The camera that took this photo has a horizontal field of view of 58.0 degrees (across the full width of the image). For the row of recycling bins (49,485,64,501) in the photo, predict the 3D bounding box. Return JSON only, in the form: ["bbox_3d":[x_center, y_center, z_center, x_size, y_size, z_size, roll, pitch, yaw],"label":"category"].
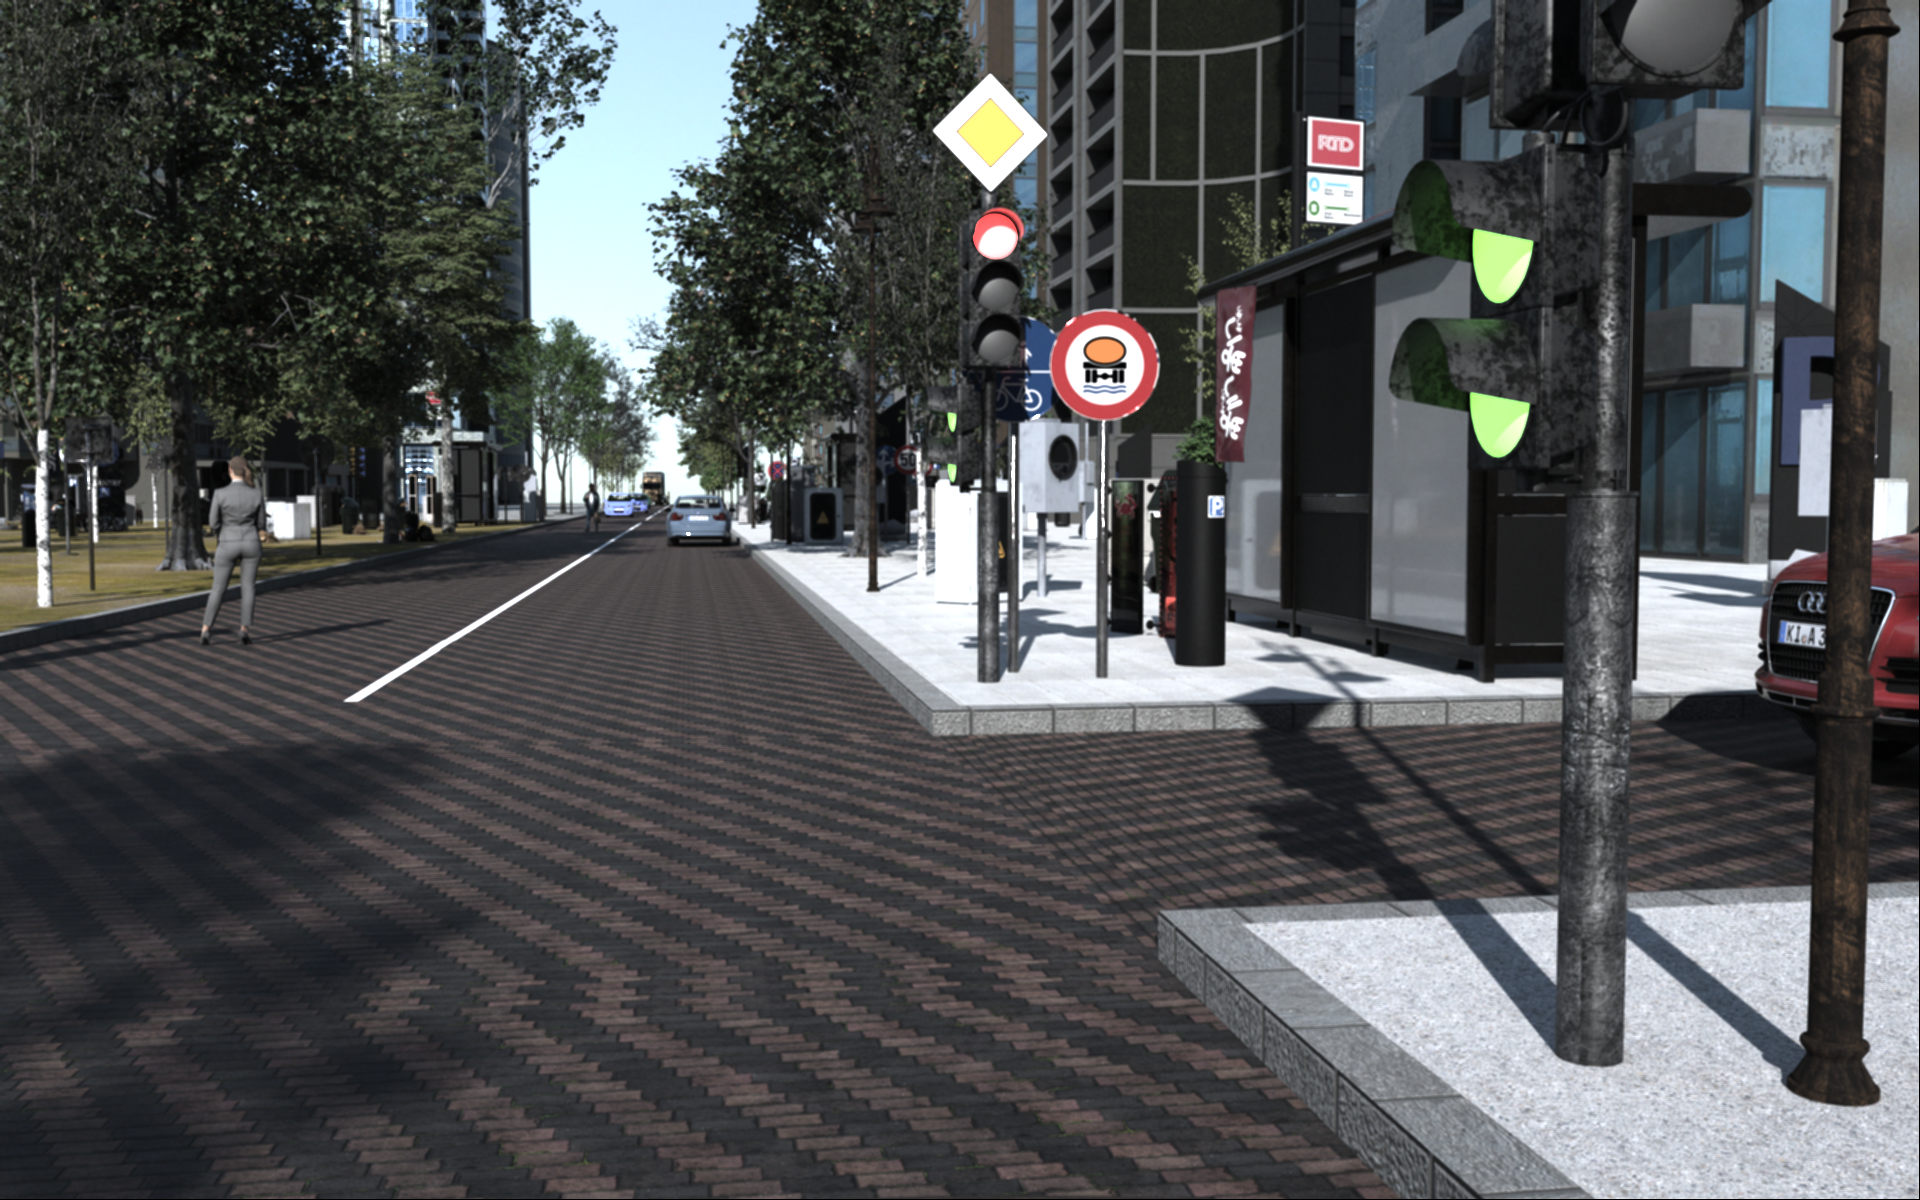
[{"bbox_3d":[-41.099,-4.446,79.810,1.069,1.692,3.534,2,4,31],"label":"row of recycling bins"}]

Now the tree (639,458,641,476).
[{"bbox_3d":[-36.633,-14.043,179.959,4.737,8.622,4.395,0,3,0],"label":"tree"}]

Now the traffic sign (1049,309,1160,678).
[{"bbox_3d":[0.993,-0.730,12.037,0.768,2.556,0.104,0,4,-5],"label":"traffic sign"}]

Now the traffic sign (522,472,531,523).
[{"bbox_3d":[-19.443,-4.697,76.909,0.768,2.556,0.104,0,4,0],"label":"traffic sign"}]

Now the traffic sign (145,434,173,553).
[{"bbox_3d":[-17.141,-2.287,37.391,0.884,2.594,0.081,0,4,0],"label":"traffic sign"}]

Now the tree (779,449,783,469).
[{"bbox_3d":[-5.465,-6.429,55.475,4.360,8.622,3.978,0,3,0],"label":"tree"}]

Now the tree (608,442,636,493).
[{"bbox_3d":[-42.688,-16.341,217.538,4.360,8.622,3.978,0,3,0],"label":"tree"}]

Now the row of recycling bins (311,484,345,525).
[{"bbox_3d":[-26.533,-4.023,72.883,1.069,1.692,3.534,-1,4,-9],"label":"row of recycling bins"}]

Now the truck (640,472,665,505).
[{"bbox_3d":[-39.196,-14.220,221.411,2.839,4.237,11.283,0,4,-8],"label":"truck"}]

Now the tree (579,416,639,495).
[{"bbox_3d":[-32.139,-12.462,154.112,4.737,8.622,4.395,0,3,0],"label":"tree"}]

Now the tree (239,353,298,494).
[{"bbox_3d":[-29.831,-7.508,73.118,4.737,8.622,4.395,0,3,0],"label":"tree"}]

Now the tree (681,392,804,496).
[{"bbox_3d":[-13.584,-10.817,111.268,8.767,10.594,7.601,1,4,20],"label":"tree"}]

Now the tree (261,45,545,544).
[{"bbox_3d":[-14.391,-7.718,44.316,7.486,12.596,7.792,0,3,0],"label":"tree"}]

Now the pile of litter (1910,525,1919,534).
[{"bbox_3d":[15.219,-0.802,27.071,1.176,0.858,1.719,-2,4,-34],"label":"pile of litter"}]

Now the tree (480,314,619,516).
[{"bbox_3d":[-23.827,-10.620,99.394,9.928,11.665,9.643,0,3,0],"label":"tree"}]

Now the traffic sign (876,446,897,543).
[{"bbox_3d":[-1.947,-2.777,45.513,0.768,2.556,0.104,-1,4,-9],"label":"traffic sign"}]

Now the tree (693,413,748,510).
[{"bbox_3d":[-16.882,-10.666,124.750,4.737,8.622,4.395,0,3,0],"label":"tree"}]

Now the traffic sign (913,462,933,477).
[{"bbox_3d":[-1.216,-3.294,53.970,0.768,2.556,0.104,0,4,-3],"label":"traffic sign"}]

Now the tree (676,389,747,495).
[{"bbox_3d":[-24.402,-15.486,171.317,7.486,12.596,7.792,0,3,0],"label":"tree"}]

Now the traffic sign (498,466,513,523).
[{"bbox_3d":[-20.360,-4.740,77.604,0.768,2.556,0.104,0,4,-1],"label":"traffic sign"}]

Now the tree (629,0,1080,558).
[{"bbox_3d":[-2.036,-7.218,35.026,9.611,12.733,9.660,0,3,0],"label":"tree"}]

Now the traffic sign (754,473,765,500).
[{"bbox_3d":[-9.730,-5.016,84.145,0.606,2.300,0.079,0,4,1],"label":"traffic sign"}]

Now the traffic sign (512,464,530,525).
[{"bbox_3d":[-18.450,-4.444,72.770,0.768,2.556,0.104,0,4,1],"label":"traffic sign"}]

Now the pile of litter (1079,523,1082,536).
[{"bbox_3d":[4.343,-2.423,53.586,1.719,0.858,1.176,-3,5,-41],"label":"pile of litter"}]

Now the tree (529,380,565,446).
[{"bbox_3d":[-28.833,-13.847,136.764,12.009,13.543,11.850,0,3,0],"label":"tree"}]

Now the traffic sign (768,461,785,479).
[{"bbox_3d":[-7.010,-4.072,66.683,0.768,2.556,0.104,0,4,-6],"label":"traffic sign"}]

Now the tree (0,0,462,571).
[{"bbox_3d":[-13.206,-6.861,29.184,9.611,12.733,9.660,0,3,0],"label":"tree"}]

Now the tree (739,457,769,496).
[{"bbox_3d":[-10.292,-5.763,88.823,1.663,3.219,1.824,0,3,0],"label":"tree"}]

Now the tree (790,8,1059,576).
[{"bbox_3d":[-0.567,-4.670,26.724,4.360,8.622,3.978,0,3,0],"label":"tree"}]

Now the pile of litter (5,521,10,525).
[{"bbox_3d":[-37.994,-3.317,68.199,1.176,0.858,1.719,0,4,0],"label":"pile of litter"}]

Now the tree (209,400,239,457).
[{"bbox_3d":[-30.743,-7.063,65.848,4.737,8.622,4.395,0,3,0],"label":"tree"}]

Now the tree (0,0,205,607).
[{"bbox_3d":[-10.666,-4.232,19.562,4.360,8.622,3.978,0,3,0],"label":"tree"}]

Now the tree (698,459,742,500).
[{"bbox_3d":[-19.644,-9.786,143.710,4.285,4.588,4.351,0,3,0],"label":"tree"}]

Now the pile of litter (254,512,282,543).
[{"bbox_3d":[-18.665,-1.954,45.911,1.719,0.858,1.176,1,4,18],"label":"pile of litter"}]

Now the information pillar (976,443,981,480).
[{"bbox_3d":[0.449,-3.149,42.840,0.504,3.616,0.183,2,4,31],"label":"information pillar"}]

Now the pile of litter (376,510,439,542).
[{"bbox_3d":[-14.959,-2.010,46.830,1.719,0.858,1.176,-1,4,-20],"label":"pile of litter"}]

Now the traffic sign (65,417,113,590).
[{"bbox_3d":[-11.537,-1.275,22.975,0.606,2.300,0.079,0,4,-1],"label":"traffic sign"}]

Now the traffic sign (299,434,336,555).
[{"bbox_3d":[-13.519,-2.223,36.454,0.768,2.556,0.104,0,4,0],"label":"traffic sign"}]

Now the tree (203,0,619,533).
[{"bbox_3d":[-18.285,-12.298,56.962,12.611,20.169,13.585,0,3,0],"label":"tree"}]

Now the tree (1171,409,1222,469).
[{"bbox_3d":[9.373,-4.842,62.883,4.285,4.588,4.351,0,3,0],"label":"tree"}]

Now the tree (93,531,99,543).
[{"bbox_3d":[-23.075,-5.835,45.765,4.737,8.622,4.395,0,3,0],"label":"tree"}]

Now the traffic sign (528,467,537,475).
[{"bbox_3d":[-20.497,-5.031,82.355,0.768,2.556,0.104,0,4,-8],"label":"traffic sign"}]

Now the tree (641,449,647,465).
[{"bbox_3d":[-45.309,-17.672,239.305,4.737,8.622,4.395,0,3,0],"label":"tree"}]

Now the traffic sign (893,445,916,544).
[{"bbox_3d":[-1.334,-2.734,44.799,0.768,2.556,0.104,0,4,-2],"label":"traffic sign"}]

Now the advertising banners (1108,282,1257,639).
[{"bbox_3d":[1.913,-1.167,15.275,0.090,3.025,2.074,-2,4,-31],"label":"advertising banners"}]

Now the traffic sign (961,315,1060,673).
[{"bbox_3d":[0.384,-0.752,12.402,0.768,2.556,0.104,0,4,-3],"label":"traffic sign"}]

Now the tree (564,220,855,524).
[{"bbox_3d":[-9.030,-9.983,73.593,12.009,13.543,11.850,0,3,0],"label":"tree"}]

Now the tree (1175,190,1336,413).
[{"bbox_3d":[7.388,-5.559,41.251,4.737,8.622,4.395,0,3,0],"label":"tree"}]
